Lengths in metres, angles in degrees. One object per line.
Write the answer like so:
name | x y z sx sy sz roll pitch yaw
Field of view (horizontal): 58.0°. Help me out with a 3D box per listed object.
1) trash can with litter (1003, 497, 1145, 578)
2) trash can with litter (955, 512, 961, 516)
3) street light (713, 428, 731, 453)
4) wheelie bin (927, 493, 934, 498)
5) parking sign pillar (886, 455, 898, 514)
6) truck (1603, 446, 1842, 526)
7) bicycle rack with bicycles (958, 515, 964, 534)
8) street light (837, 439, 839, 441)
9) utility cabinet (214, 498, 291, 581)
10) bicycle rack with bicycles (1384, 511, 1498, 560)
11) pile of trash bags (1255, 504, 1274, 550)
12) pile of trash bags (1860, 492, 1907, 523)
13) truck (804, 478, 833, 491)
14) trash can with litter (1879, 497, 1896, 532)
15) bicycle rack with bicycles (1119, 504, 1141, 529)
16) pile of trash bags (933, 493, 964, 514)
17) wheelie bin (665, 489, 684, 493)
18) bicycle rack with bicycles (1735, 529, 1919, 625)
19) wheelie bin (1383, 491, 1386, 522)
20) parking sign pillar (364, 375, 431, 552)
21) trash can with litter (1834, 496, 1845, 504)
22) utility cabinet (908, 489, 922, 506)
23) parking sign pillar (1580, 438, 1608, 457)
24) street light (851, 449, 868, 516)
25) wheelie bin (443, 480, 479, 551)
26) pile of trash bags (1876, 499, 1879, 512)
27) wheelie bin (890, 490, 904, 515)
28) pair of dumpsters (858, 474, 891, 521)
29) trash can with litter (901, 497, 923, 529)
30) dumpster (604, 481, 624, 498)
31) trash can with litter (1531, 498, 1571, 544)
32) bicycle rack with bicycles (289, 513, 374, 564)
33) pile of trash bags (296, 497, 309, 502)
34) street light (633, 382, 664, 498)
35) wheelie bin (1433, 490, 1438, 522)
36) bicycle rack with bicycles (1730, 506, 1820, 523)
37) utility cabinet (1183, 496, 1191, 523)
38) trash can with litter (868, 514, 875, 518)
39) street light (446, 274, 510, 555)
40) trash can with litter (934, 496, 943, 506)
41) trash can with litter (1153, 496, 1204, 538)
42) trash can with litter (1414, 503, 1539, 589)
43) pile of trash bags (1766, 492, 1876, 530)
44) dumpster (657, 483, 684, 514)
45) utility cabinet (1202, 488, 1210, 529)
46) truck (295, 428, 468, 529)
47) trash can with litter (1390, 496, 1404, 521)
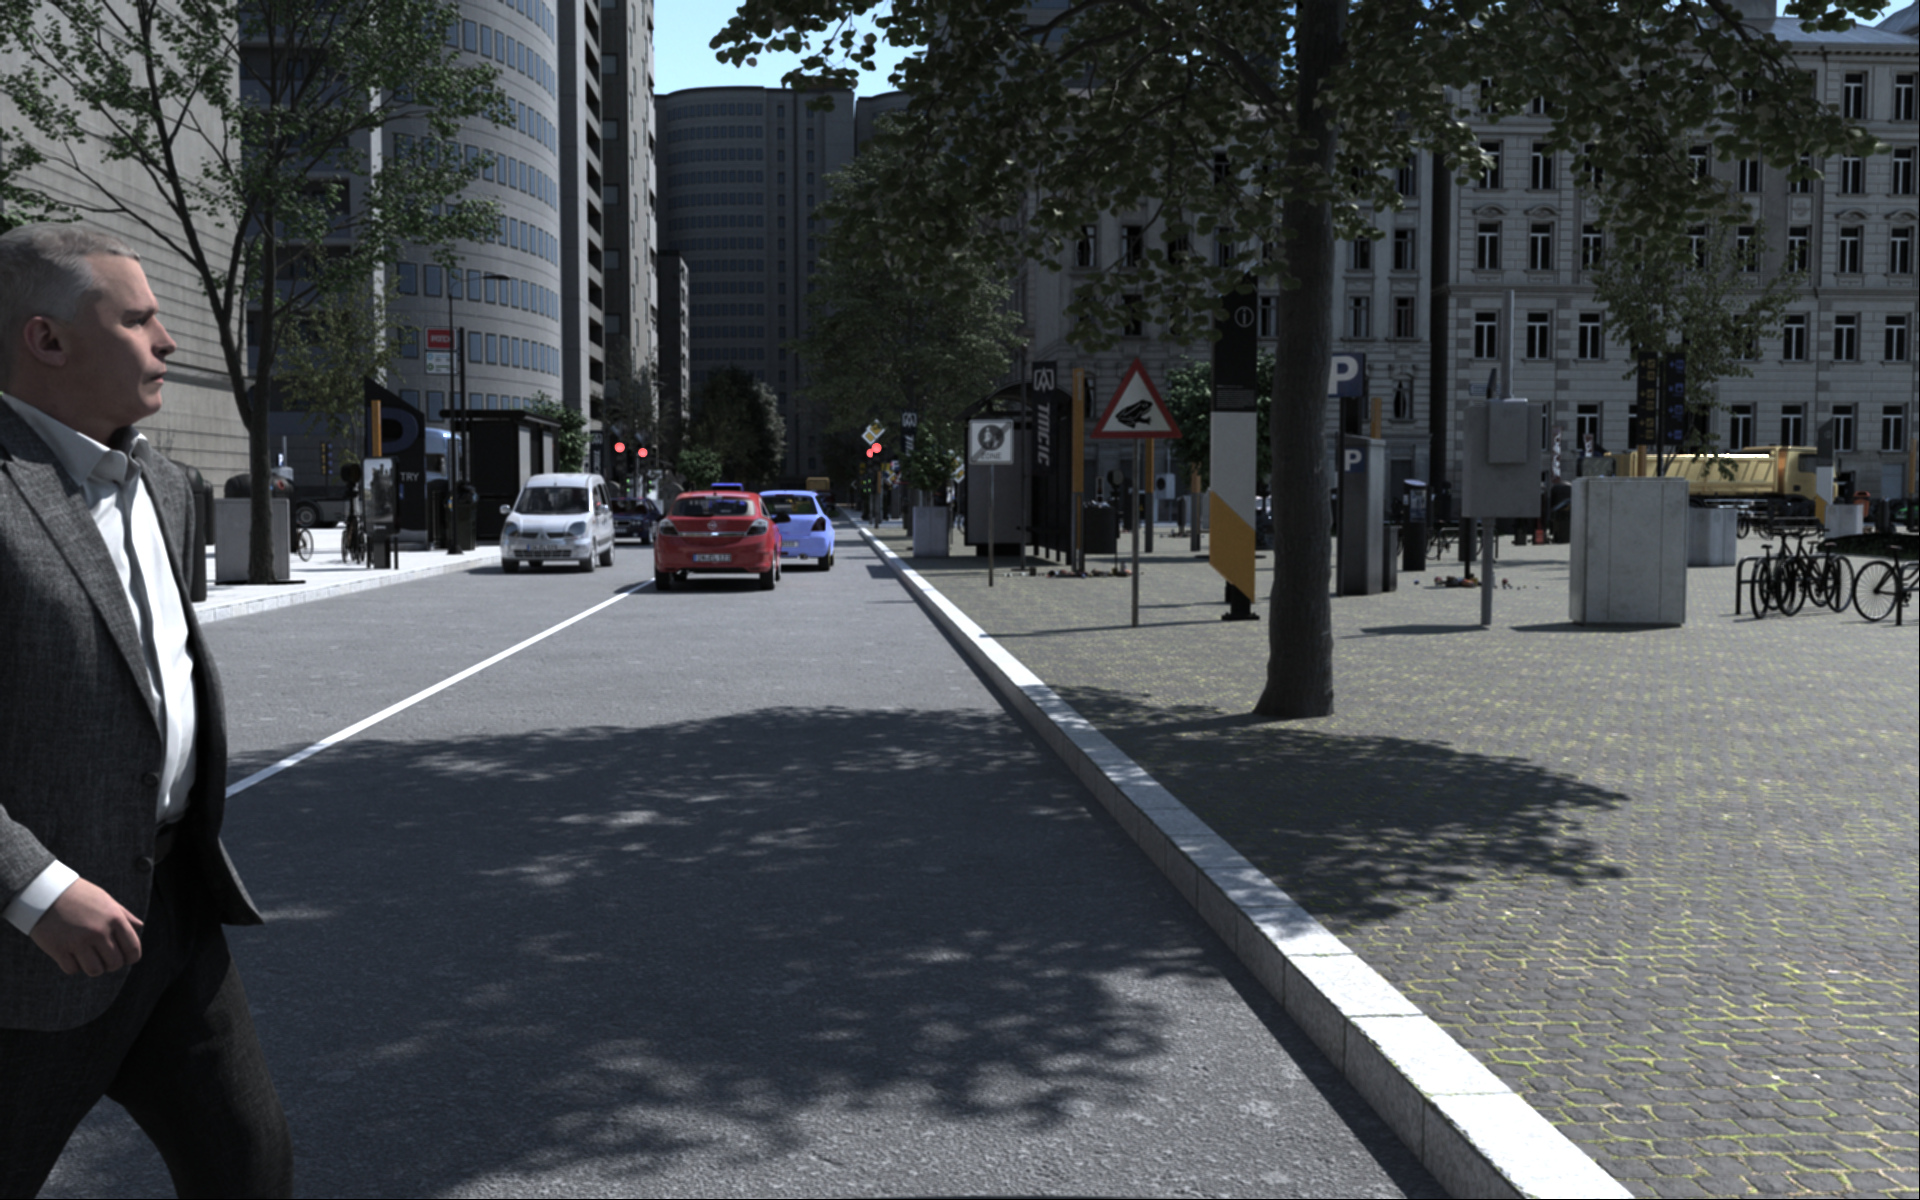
trash can with litter | 1.803 -0.986 27.173 2.233 1.210 1.678 0 4 3
trash can with litter | -1.003 -5.540 101.635 2.233 1.210 1.678 0 4 2
street light | -16.708 -9.092 121.201 1.470 5.913 1.316 0 4 -4
wheelie bin | -2.164 -7.463 129.925 0.693 1.594 0.980 1 4 20
parking sign pillar | -4.729 -7.642 113.412 1.447 3.967 1.447 -3 4 -36
truck | 31.375 -4.563 70.529 9.791 3.379 3.469 0 4 -6
bicycle rack with bicycles | 1.555 -2.547 55.029 2.852 0.926 2.925 -2 4 -24
street light | -9.689 -10.672 147.020 1.470 5.913 1.316 0 4 -4
utility cabinet | -10.546 -0.897 25.823 1.020 1.237 0.306 -1 4 -17
bicycle rack with bicycles | 9.261 -1.305 34.718 2.925 0.926 2.852 -2 4 -34
pile of trash bags | 6.948 -1.916 41.081 1.912 1.369 3.447 -1 4 -14
pile of trash bags | 42.855 -4.185 78.170 3.447 1.369 1.912 -1 4 -19
truck | -16.798 -12.786 204.968 3.469 3.379 9.791 0 4 -3
trash can with litter | 26.941 -2.395 50.215 1.678 1.210 2.233 2 4 33
bicycle rack with bicycles | 5.162 -3.069 63.556 2.925 0.926 2.852 -3 5 -45
pile of trash bags | -0.366 -6.135 110.062 3.447 1.369 1.912 3 5 40
wheelie bin | -15.000 -4.986 89.427 0.980 1.594 0.693 -3 5 -43
bicycle rack with bicycles | 9.303 -0.293 18.178 2.925 0.926 2.852 -2 4 -29
wheelie bin | 17.743 -4.042 73.988 0.693 1.594 0.980 -3 5 -42
parking sign pillar | -12.738 -3.095 39.081 1.447 3.967 1.447 -1 4 -14
trash can with litter | 64.221 -6.925 124.284 2.233 1.210 1.678 -1 4 -17
utility cabinet | -2.138 -4.554 83.138 0.318 1.500 1.173 -1 4 -22
parking sign pillar | 28.261 -5.429 77.230 1.447 3.967 1.447 -3 4 -36
street light | -5.888 -7.712 98.626 1.470 5.913 1.316 0 4 -4
wheelie bin | -11.326 -1.925 39.378 0.693 1.594 0.980 0 4 -4
pile of trash bags | 39.811 -4.180 78.097 1.912 1.369 3.447 0 4 1
wheelie bin | -3.817 -5.879 104.036 0.980 1.594 0.693 3 5 42
pair of dumpsters | -4.185 -5.048 85.034 1.574 2.255 4.437 0 4 -4
trash can with litter | -1.614 -3.159 63.044 1.055 1.170 0.624 0 4 -1
dumpster | -15.496 -4.308 76.187 1.264 1.857 1.865 0 4 -4
trash can with litter | 15.378 -2.045 44.819 1.055 1.170 0.624 0 4 -5
bicycle rack with bicycles | -11.860 -1.178 32.650 2.852 0.926 2.925 0 4 -4
pile of trash bags | -27.730 -3.758 71.201 1.912 1.369 3.447 -1 4 -23
street light | -13.003 -6.093 72.166 1.470 5.913 1.316 0 4 -4
wheelie bin | 20.335 -4.120 75.263 0.693 1.594 0.980 -2 4 -26
bicycle rack with bicycles | 22.980 -2.213 49.561 2.925 0.926 2.852 -1 4 -20
utility cabinet | 10.065 -3.965 75.991 0.306 1.237 1.020 2 4 25
trash can with litter | -4.780 -5.022 93.494 0.624 1.170 1.055 -1 4 -19
street light | -10.193 -3.923 36.676 1.470 5.913 1.316 0 4 -4
trash can with litter | -0.978 -5.000 93.137 0.624 1.170 1.055 -1 4 -23
trash can with litter | 6.429 -2.477 51.562 1.678 1.210 2.233 1 4 17
trash can with litter | 7.295 -0.821 24.480 1.678 1.210 2.233 1 4 17
pile of trash bags | 31.007 -3.234 62.629 3.447 1.369 1.912 2 4 24
dumpster | -14.683 -5.025 87.909 1.264 1.857 1.865 0 4 -5
utility cabinet | 9.293 -3.277 62.263 1.173 1.500 0.318 0 4 6
truck | -27.755 -4.668 66.074 18.799 4.110 2.967 0 4 -3
trash can with litter | 20.592 -4.233 80.602 1.055 1.170 0.624 0 4 5
